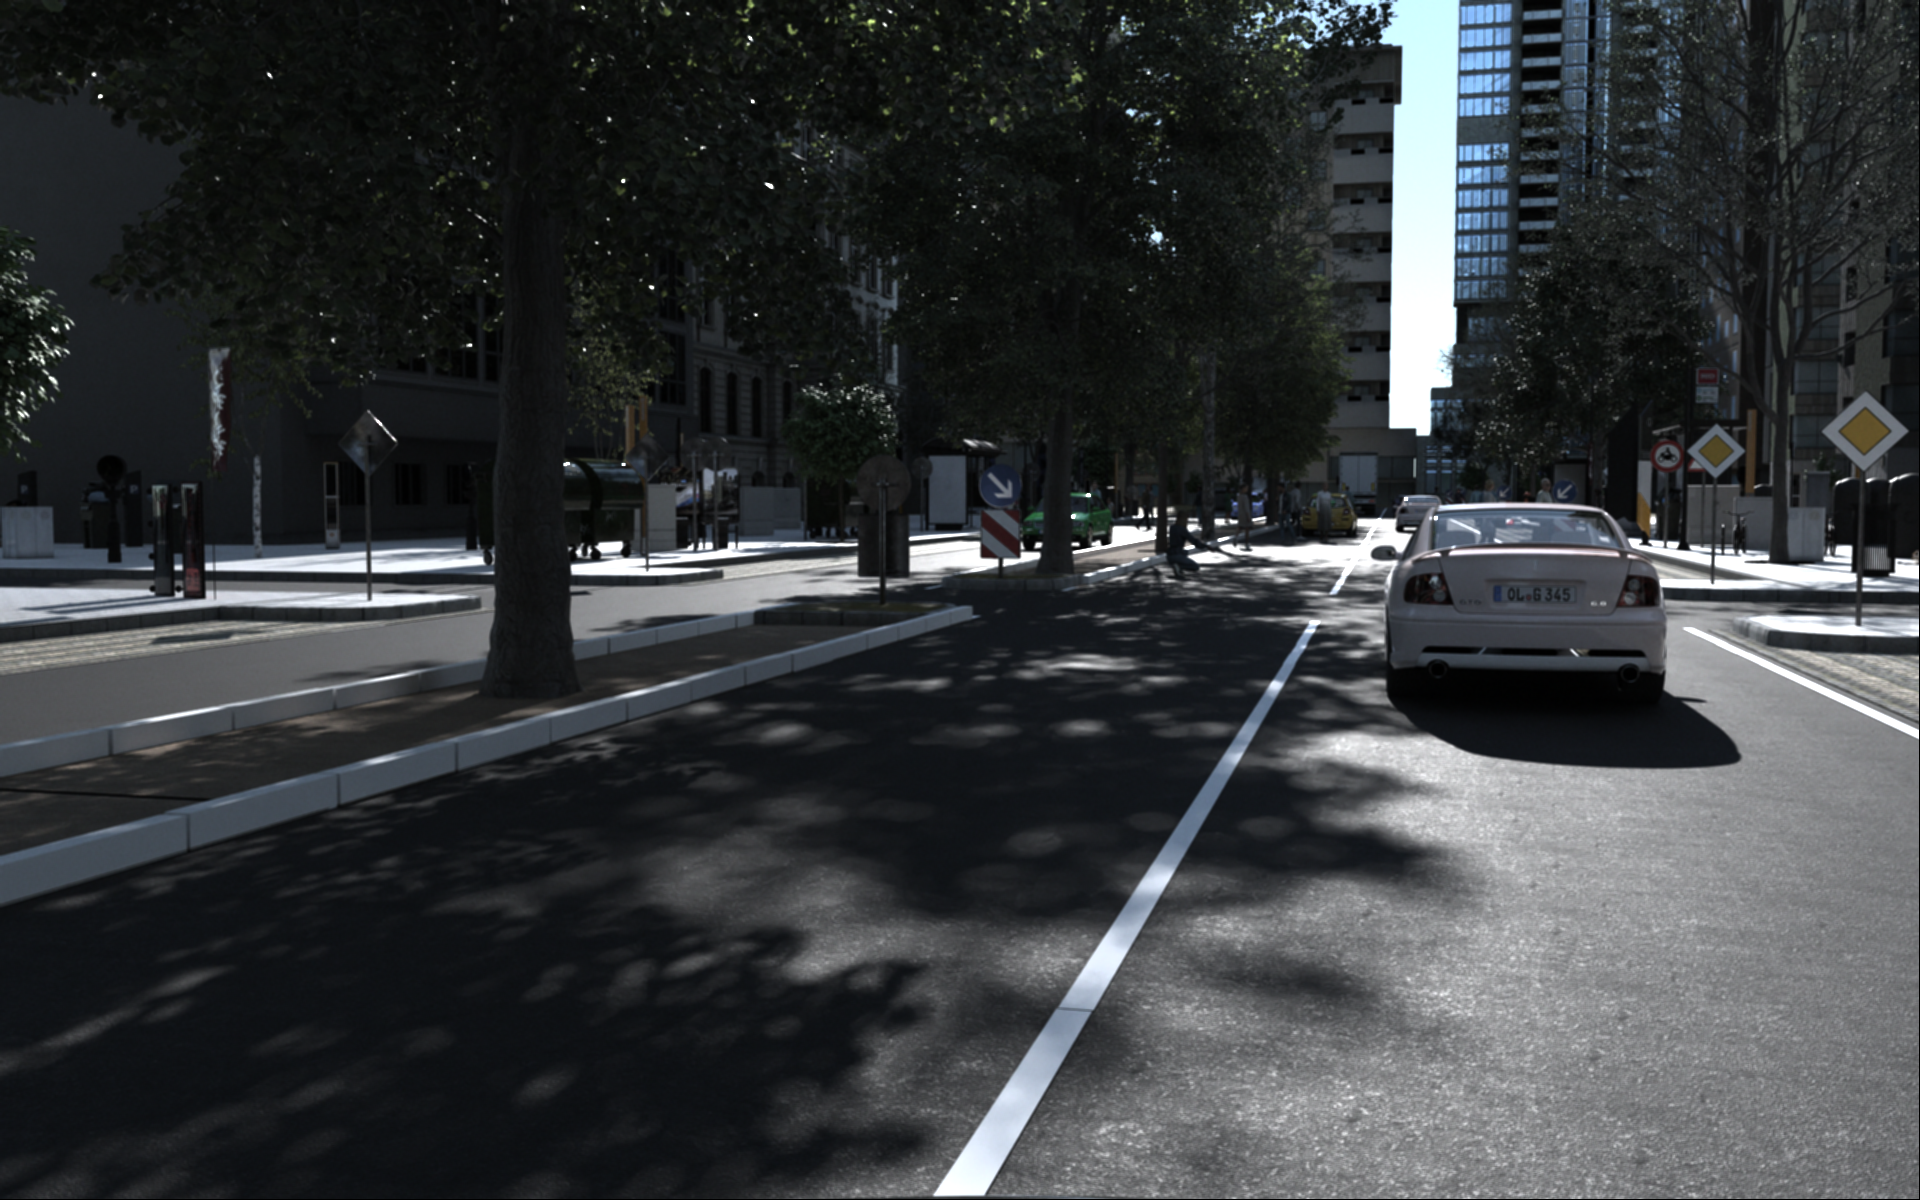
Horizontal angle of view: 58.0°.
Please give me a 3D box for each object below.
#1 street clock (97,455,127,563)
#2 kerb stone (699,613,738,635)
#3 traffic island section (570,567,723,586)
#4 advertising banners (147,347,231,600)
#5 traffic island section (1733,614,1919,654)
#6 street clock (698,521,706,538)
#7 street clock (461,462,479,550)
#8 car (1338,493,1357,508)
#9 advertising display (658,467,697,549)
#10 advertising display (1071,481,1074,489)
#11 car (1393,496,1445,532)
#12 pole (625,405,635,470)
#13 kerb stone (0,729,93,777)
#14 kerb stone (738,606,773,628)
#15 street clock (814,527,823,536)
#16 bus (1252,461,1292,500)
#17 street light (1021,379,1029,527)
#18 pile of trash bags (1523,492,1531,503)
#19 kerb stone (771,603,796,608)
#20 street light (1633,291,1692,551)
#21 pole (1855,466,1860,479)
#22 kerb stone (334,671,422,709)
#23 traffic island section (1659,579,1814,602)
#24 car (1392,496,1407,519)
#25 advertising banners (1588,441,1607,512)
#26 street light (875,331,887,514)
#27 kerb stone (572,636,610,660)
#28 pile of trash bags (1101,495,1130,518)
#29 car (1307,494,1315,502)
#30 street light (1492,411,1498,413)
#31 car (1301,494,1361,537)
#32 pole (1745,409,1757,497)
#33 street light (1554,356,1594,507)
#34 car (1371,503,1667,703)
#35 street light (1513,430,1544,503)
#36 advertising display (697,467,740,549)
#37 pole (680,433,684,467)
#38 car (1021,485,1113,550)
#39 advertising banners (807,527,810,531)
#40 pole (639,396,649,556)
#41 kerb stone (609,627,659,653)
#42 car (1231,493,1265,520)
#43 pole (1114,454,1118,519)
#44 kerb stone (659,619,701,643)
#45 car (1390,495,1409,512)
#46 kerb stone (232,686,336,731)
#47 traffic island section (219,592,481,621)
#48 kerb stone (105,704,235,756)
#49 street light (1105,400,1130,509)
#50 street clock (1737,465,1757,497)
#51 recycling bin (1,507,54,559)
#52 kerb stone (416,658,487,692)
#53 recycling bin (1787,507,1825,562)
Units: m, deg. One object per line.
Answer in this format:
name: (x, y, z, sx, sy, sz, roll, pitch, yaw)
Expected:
street clock: (-15.816, -1.699, 32.349, 0.471, 2.002, 0.358, -1, 4, -10)
kerb stone: (-2.566, 0.262, 17.938, 0.120, 0.150, 1.000, 1, 4, 14)
traffic island section: (-5.184, -0.387, 28.603, 2.009, 0.180, 2.903, 1, 4, 14)
advertising banners: (-9.449, -1.534, 21.261, 2.074, 3.025, 0.090, 3, 5, 39)
traffic island section: (8.768, 0.331, 16.874, 2.009, 0.180, 2.903, 1, 4, 14)
street clock: (-7.581, -2.828, 50.808, 0.471, 2.002, 0.358, 3, 5, 42)
street clock: (-11.216, -2.150, 39.722, 0.471, 2.002, 0.358, 3, 5, 44)
car: (24.384, -6.241, 110.841, 1.959, 1.807, 4.718, 1, 4, 14)
advertising display: (-6.577, -2.167, 40.645, 0.974, 1.923, 0.123, -1, 4, -22)
advertising display: (5.312, -5.066, 88.048, 0.974, 1.923, 0.123, 1, 4, 12)
car: (17.702, -3.313, 66.524, 2.083, 1.381, 4.827, 1, 4, 13)
pole: (-7.565, -2.809, 39.778, 0.158, 3.312, 0.155, 0, 3, 0)
kerb stone: (-4.818, 0.809, 8.961, 0.120, 0.150, 1.000, 1, 4, 14)
kerb stone: (-2.306, 0.202, 18.926, 0.120, 0.150, 1.000, 1, 4, 14)
street clock: (-4.297, -2.933, 52.529, 0.358, 2.002, 0.471, -2, 4, -30)
bus: (23.029, -8.350, 128.073, 2.896, 3.916, 12.252, 1, 4, 13)
street light: (3.067, -5.793, 67.260, 1.470, 5.913, 1.316, 1, 4, 14)
pile of trash bags: (29.905, -4.837, 88.830, 1.912, 1.369, 3.447, -1, 4, -14)
kerb stone: (-2.063, 0.139, 19.928, 0.120, 0.150, 1.000, 1, 4, 14)
street light: (15.990, -4.094, 39.485, 1.470, 5.913, 1.316, 1, 4, 14)
pole: (29.737, -3.883, 57.337, 0.158, 3.312, 0.155, 0, 3, 0)
kerb stone: (-4.060, 0.632, 11.956, 0.120, 0.150, 1.000, 1, 4, 14)
traffic island section: (10.714, -0.143, 24.619, 2.009, 0.180, 2.903, 1, 4, 14)
car: (26.435, -5.469, 101.994, 1.945, 1.354, 3.894, 1, 4, 14)
advertising banners: (20.640, -3.664, 56.090, 0.090, 3.025, 2.074, 0, 4, 4)
street light: (-1.791, -4.613, 47.966, 1.470, 5.913, 1.316, 1, 4, 14)
kerb stone: (-3.316, 0.443, 14.948, 0.120, 0.150, 1.000, 1, 4, 14)
pile of trash bags: (8.302, -5.210, 94.931, 3.447, 1.369, 1.912, -3, 5, -42)
car: (19.527, -5.126, 92.611, 1.959, 1.807, 4.718, 1, 4, 14)
street light: (30.312, -7.578, 96.435, 1.470, 5.913, 1.316, 1, 4, 14)
car: (12.725, -3.016, 59.542, 2.015, 1.641, 3.980, 1, 4, 16)
pole: (19.049, -2.930, 41.753, 0.158, 3.312, 0.155, 0, 3, 0)
street light: (20.733, -5.255, 58.459, 1.470, 5.913, 1.316, 1, 4, 14)
car: (4.247, -0.065, 13.420, 2.083, 1.381, 4.827, 1, 4, 14)
street light: (25.476, -6.412, 77.385, 1.470, 5.913, 1.316, 1, 4, 14)
advertising display: (-5.630, -2.166, 40.628, 0.974, 1.923, 0.123, -2, 4, -34)
pole: (-9.338, -3.921, 57.946, 0.158, 3.312, 0.155, 0, 3, 0)
car: (2.891, -2.280, 46.078, 1.959, 1.807, 4.718, 1, 4, 16)
advertising banners: (-5.277, -3.969, 61.074, 0.090, 3.025, 2.074, 0, 4, 2)
pole: (-6.563, -2.576, 35.959, 0.158, 3.312, 0.155, 0, 3, 0)
kerb stone: (-3.058, 0.382, 15.946, 0.120, 0.150, 1.000, 1, 4, 14)
car: (16.176, -5.375, 97.476, 1.945, 1.707, 3.694, 1, 4, 13)
pole: (7.868, -5.721, 87.376, 0.158, 3.312, 0.155, 0, 3, 0)
kerb stone: (-2.811, 0.321, 16.944, 0.120, 0.150, 1.000, 1, 4, 14)
car: (35.166, -7.635, 137.405, 1.945, 1.354, 3.894, 1, 4, 12)
kerb stone: (-4.313, 0.688, 10.950, 0.120, 0.150, 1.000, 1, 4, 14)
traffic island section: (-7.129, 0.087, 20.858, 2.009, 0.180, 2.903, 1, 4, 14)
kerb stone: (-4.562, 0.750, 9.955, 0.120, 0.150, 1.000, 1, 4, 14)
street light: (7.836, -6.950, 86.180, 1.470, 5.913, 1.316, 1, 4, 14)
street clock: (19.880, -2.400, 43.804, 0.358, 2.002, 0.471, -1, 4, -15)
recycling bin: (-18.632, -1.349, 34.609, 0.722, 1.027, 0.722, 3, 4, 38)
kerb stone: (-3.812, 0.567, 12.952, 0.120, 0.150, 1.000, 1, 4, 14)
recycling bin: (16.129, -1.258, 33.124, 0.722, 1.027, 0.722, 2, 4, 26)
